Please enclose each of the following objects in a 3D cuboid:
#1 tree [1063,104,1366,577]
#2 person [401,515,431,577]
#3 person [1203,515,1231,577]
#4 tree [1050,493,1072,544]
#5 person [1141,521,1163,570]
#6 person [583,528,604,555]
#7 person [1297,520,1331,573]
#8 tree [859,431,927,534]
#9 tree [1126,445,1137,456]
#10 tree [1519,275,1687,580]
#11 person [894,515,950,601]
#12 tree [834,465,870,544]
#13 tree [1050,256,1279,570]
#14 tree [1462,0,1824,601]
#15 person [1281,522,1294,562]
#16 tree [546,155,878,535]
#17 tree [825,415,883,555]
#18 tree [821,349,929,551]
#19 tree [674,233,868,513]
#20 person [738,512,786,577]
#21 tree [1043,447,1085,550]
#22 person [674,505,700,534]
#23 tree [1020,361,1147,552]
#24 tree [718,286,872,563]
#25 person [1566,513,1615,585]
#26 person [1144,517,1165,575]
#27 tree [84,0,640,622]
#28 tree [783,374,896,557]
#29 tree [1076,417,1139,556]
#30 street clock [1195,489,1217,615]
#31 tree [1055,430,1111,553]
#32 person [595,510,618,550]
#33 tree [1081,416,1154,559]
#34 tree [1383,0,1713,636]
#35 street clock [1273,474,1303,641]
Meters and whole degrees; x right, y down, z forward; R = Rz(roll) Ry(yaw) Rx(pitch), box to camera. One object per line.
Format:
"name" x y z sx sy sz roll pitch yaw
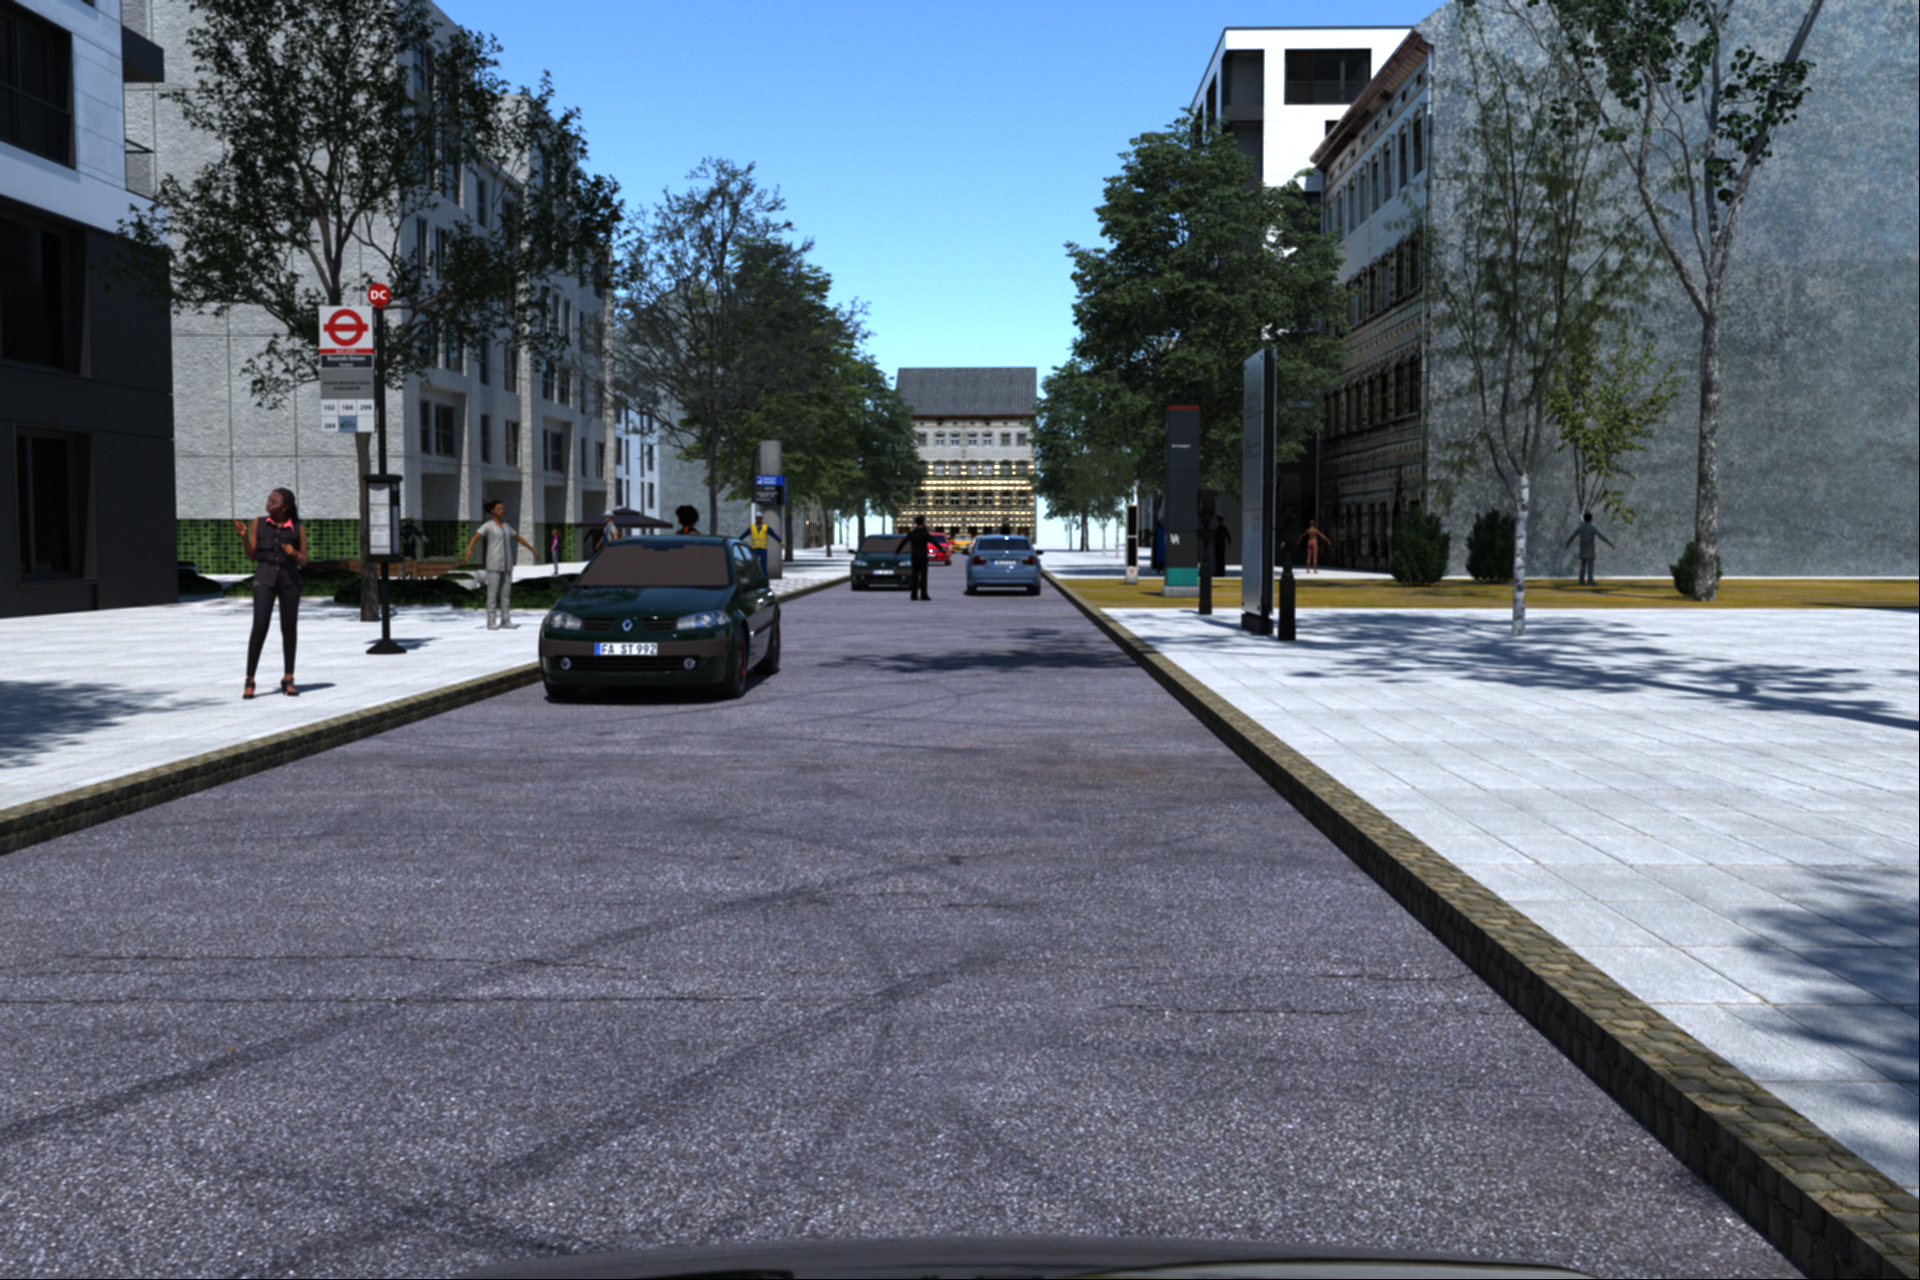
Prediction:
"tree" 7.541 -8.883 51.887 9.857 13.997 8.962 0 3 0
"person" -16.283 -2.776 51.165 1.354 1.856 0.705 0 4 3
"person" 7.708 -2.790 51.547 0.705 1.837 1.347 3 5 44
"tree" 14.271 -16.894 226.576 4.360 8.622 3.978 0 3 0
"person" 7.029 -3.356 61.594 1.216 1.740 0.721 0 4 -5
"person" -12.310 -3.226 58.966 1.346 1.802 0.704 2 4 24
"person" 11.567 -3.052 56.705 1.217 1.733 0.721 3 4 37
"tree" -5.786 -12.374 136.730 7.601 10.594 8.767 -3 5 -42
"tree" 23.858 -22.387 221.910 12.611 20.169 13.585 0 3 0
"tree" 17.667 -5.999 48.443 4.737 8.622 4.395 0 3 0
"person" -0.853 -1.770 37.326 1.347 1.837 0.705 2 4 26
"tree" -15.620 -19.231 224.797 12.009 13.543 11.850 0 3 0
"tree" 7.310 -8.394 62.989 9.928 11.665 9.643 0 3 0
"tree" 13.146 -10.866 33.545 12.611 20.169 13.585 0 3 0
"person" 8.957 -2.528 47.464 0.704 1.812 1.346 1 4 15
"tree" -7.845 -8.878 55.526 12.009 13.543 11.850 0 3 0
"tree" -6.931 -9.460 105.029 4.360 8.622 3.978 0 3 0
"tree" -6.669 -12.973 118.769 9.857 13.997 8.962 0 3 0
"tree" -7.342 -9.062 66.286 7.486 12.596 7.792 0 3 0
"person" -5.001 -2.273 43.128 1.349 1.833 0.705 0 4 -2
"tree" 8.559 -11.355 136.016 4.737 8.622 4.395 0 3 0
"person" -3.761 -0.920 23.648 0.704 1.843 1.345 2 4 27
"tree" 9.056 -13.412 125.940 9.857 13.997 8.962 0 3 0
"tree" -7.613 -9.796 78.289 7.486 12.596 7.792 0 3 0
"person" 15.824 -2.290 43.629 0.705 1.806 1.347 -3 4 -38
"person" 6.415 -2.974 54.745 1.347 1.817 0.704 -1 4 -19
"tree" -8.607 -5.569 25.463 8.767 10.594 7.601 0 4 5
"tree" -7.410 -9.870 95.782 8.767 10.594 7.601 -2 4 -35
"tree" 8.333 -9.220 101.115 4.360 8.622 3.978 0 3 0
"street clock" 3.914 -1.407 27.572 0.358 2.002 0.471 0 4 1
"tree" 8.437 -10.143 116.207 4.360 8.622 3.978 0 3 0
"person" -8.386 -2.167 41.290 0.705 1.847 1.347 -2 4 -29
"tree" 7.996 -8.563 90.374 4.360 8.622 3.978 0 3 0
"tree" 6.935 -4.351 21.497 4.360 8.622 3.978 0 3 0
"street clock" 3.941 -0.994 20.830 0.358 2.002 0.471 0 4 2
